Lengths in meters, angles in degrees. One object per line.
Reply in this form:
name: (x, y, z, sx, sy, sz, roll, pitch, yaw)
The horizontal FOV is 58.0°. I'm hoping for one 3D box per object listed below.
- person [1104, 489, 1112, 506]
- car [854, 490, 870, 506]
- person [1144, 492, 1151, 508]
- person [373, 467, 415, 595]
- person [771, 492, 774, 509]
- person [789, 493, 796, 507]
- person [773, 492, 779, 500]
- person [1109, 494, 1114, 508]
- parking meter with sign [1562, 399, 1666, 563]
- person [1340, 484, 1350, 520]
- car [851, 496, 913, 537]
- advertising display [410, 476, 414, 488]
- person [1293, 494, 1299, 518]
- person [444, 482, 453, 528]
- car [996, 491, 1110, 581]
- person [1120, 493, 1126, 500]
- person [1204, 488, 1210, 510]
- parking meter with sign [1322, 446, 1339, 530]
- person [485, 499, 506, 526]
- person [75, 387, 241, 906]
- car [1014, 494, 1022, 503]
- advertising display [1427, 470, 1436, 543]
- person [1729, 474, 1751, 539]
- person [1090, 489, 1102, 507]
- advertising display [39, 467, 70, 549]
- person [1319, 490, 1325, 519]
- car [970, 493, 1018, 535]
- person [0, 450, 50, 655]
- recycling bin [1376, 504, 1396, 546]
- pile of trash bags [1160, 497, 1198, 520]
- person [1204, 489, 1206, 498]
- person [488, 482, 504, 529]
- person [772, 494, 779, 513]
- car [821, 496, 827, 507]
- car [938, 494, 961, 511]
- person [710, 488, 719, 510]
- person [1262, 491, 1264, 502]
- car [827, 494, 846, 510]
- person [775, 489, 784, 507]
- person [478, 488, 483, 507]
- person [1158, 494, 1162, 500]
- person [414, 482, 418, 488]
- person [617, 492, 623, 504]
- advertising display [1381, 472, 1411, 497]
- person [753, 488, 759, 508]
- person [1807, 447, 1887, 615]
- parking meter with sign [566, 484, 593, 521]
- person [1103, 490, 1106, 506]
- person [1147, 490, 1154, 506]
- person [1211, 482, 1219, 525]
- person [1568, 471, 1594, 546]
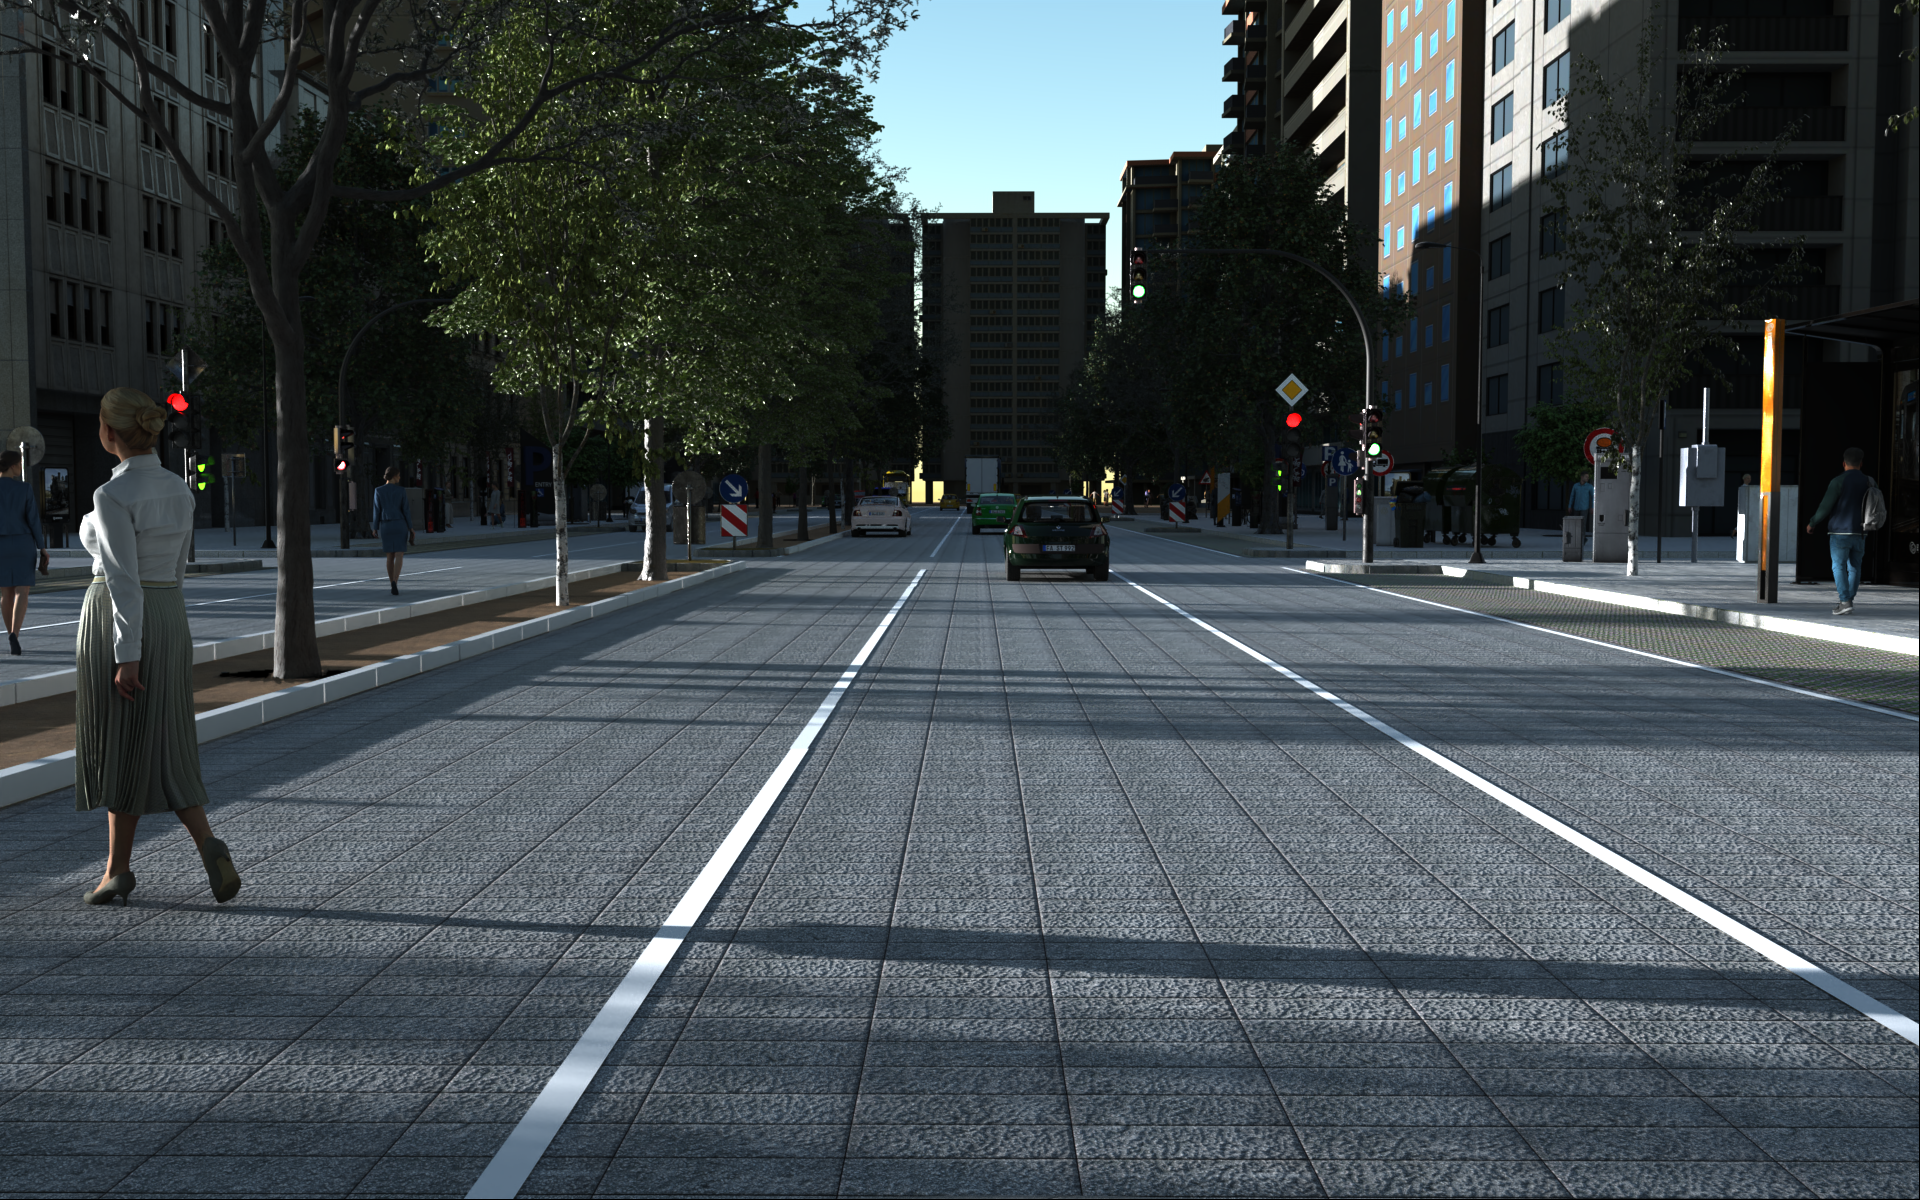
person: (15.610, -10.856, 183.537, 0.705, 1.824, 1.348, -2, 4, -27)
car: (-10.297, -10.438, 179.341, 2.281, 1.827, 5.304, 0, 4, -1)
person: (17.825, -9.488, 164.360, 0.628, 1.438, 0.799, 3, 4, 38)
person: (-8.095, -0.987, 24.668, 0.581, 1.822, 0.654, 0, 4, 1)
person: (-16.292, -8.594, 149.785, 0.421, 1.427, 0.697, -1, 4, -9)
person: (-17.082, -10.504, 178.458, 1.217, 1.739, 0.721, 3, 4, 37)
person: (-17.078, -9.127, 158.532, 1.065, 1.426, 0.557, -1, 4, -19)
person: (14.165, -9.357, 159.557, 1.217, 1.766, 0.721, -3, 5, -42)
parking meter with sign: (12.237, -2.212, 32.435, 1.738, 3.016, 0.543, 2, 4, 25)
person: (18.798, -4.783, 84.419, 0.419, 1.800, 0.721, 0, 4, 1)
car: (-2.665, -2.853, 59.005, 2.083, 1.381, 4.827, 0, 4, 1)
advertising display: (-19.574, -3.466, 61.884, 0.123, 1.923, 0.974, -1, 4, -16)
person: (17.647, -4.984, 91.810, 0.640, 1.303, 0.475, -2, 4, -29)
person: (-19.491, -3.636, 66.046, 0.362, 1.759, 0.519, 0, 4, 2)
car: (1.632, -1.233, 29.950, 2.009, 1.686, 4.222, 0, 4, 1)
person: (15.688, -9.888, 167.790, 1.350, 1.814, 0.705, -2, 4, -29)
person: (20.122, -8.124, 139.406, 0.750, 1.759, 0.617, -2, 4, -29)
parking meter with sign: (13.282, -4.021, 62.003, 0.543, 3.016, 1.738, 0, 4, 8)
person: (-18.333, -3.493, 68.657, 0.738, 1.151, 1.012, -3, 4, -37)
person: (-2.787, 0.167, 5.998, 0.641, 1.798, 0.478, 2, 4, 25)
car: (5.381, -9.834, 171.017, 2.015, 1.641, 3.980, 0, 4, -1)
advertising display: (12.586, -2.505, 46.168, 0.123, 1.923, 0.974, 0, 4, 6)
person: (21.874, -2.592, 48.299, 0.818, 1.842, 0.514, 1, 4, 11)
person: (13.368, -10.097, 171.127, 1.348, 1.824, 0.705, 2, 4, 35)
advertising display: (-21.440, -2.191, 41.043, 0.123, 1.923, 0.974, 0, 4, 5)
person: (19.024, -5.127, 90.144, 0.678, 1.792, 0.850, -3, 5, -44)
car: (1.344, -3.294, 62.649, 1.959, 1.807, 4.718, 0, 4, 1)
person: (-8.527, -0.428, 15.526, 0.581, 1.822, 0.654, 0, 4, -8)
recycling bin: (10.732, -1.856, 42.898, 0.722, 1.027, 0.722, 1, 4, 22)
pile of trash bags: (11.175, -4.815, 88.480, 1.912, 1.369, 3.447, 0, 4, 6)
person: (27.152, -11.305, 190.972, 0.705, 1.812, 1.348, 0, 4, 2)
person: (-16.995, -3.461, 63.389, 0.466, 1.731, 0.760, 1, 4, 11)
person: (-13.713, -7.120, 128.166, 0.557, 1.426, 1.065, -2, 4, -34)
car: (-13.088, -10.244, 176.284, 1.959, 1.807, 4.718, 0, 4, 0)
car: (-0.899, -8.558, 150.143, 2.015, 1.641, 3.980, 0, 4, -1)
person: (-20.588, -8.413, 143.684, 1.350, 1.814, 0.705, 3, 4, 37)
person: (15.721, -5.071, 88.920, 0.822, 1.834, 0.622, -2, 4, -34)
car: (-10.737, -8.809, 153.812, 2.009, 1.686, 4.222, 0, 4, 2)
person: (-18.747, -10.557, 178.667, 1.348, 1.823, 0.705, 1, 4, 14)
person: (-26.352, -5.451, 95.374, 0.606, 1.804, 0.583, 3, 4, 38)
person: (20.419, -10.245, 174.261, 1.217, 1.735, 0.721, -1, 4, -11)
person: (-25.605, -4.614, 81.330, 0.661, 1.843, 0.795, 1, 4, 10)
person: (-24.785, -7.392, 127.612, 0.721, 1.735, 1.217, 2, 4, 34)
advertising display: (12.618, -2.748, 50.148, 0.974, 1.923, 0.123, -2, 4, -25)
person: (-18.088, -9.059, 154.089, 0.705, 1.831, 1.348, 1, 4, 19)
person: (9.526, -0.744, 18.548, 0.623, 1.781, 0.721, -1, 4, -15)
parking meter with sign: (-18.124, -5.279, 82.580, 1.738, 3.016, 0.543, 2, 4, 35)
person: (16.054, -11.256, 190.873, 0.721, 1.735, 1.217, 0, 4, 7)
person: (21.012, -11.334, 191.906, 0.990, 1.755, 0.434, 0, 4, -7)
person: (10.621, -3.969, 71.350, 0.576, 1.772, 0.534, 0, 4, -7)
person: (15.402, -2.252, 42.729, 0.748, 1.841, 0.638, -3, 5, -39)
